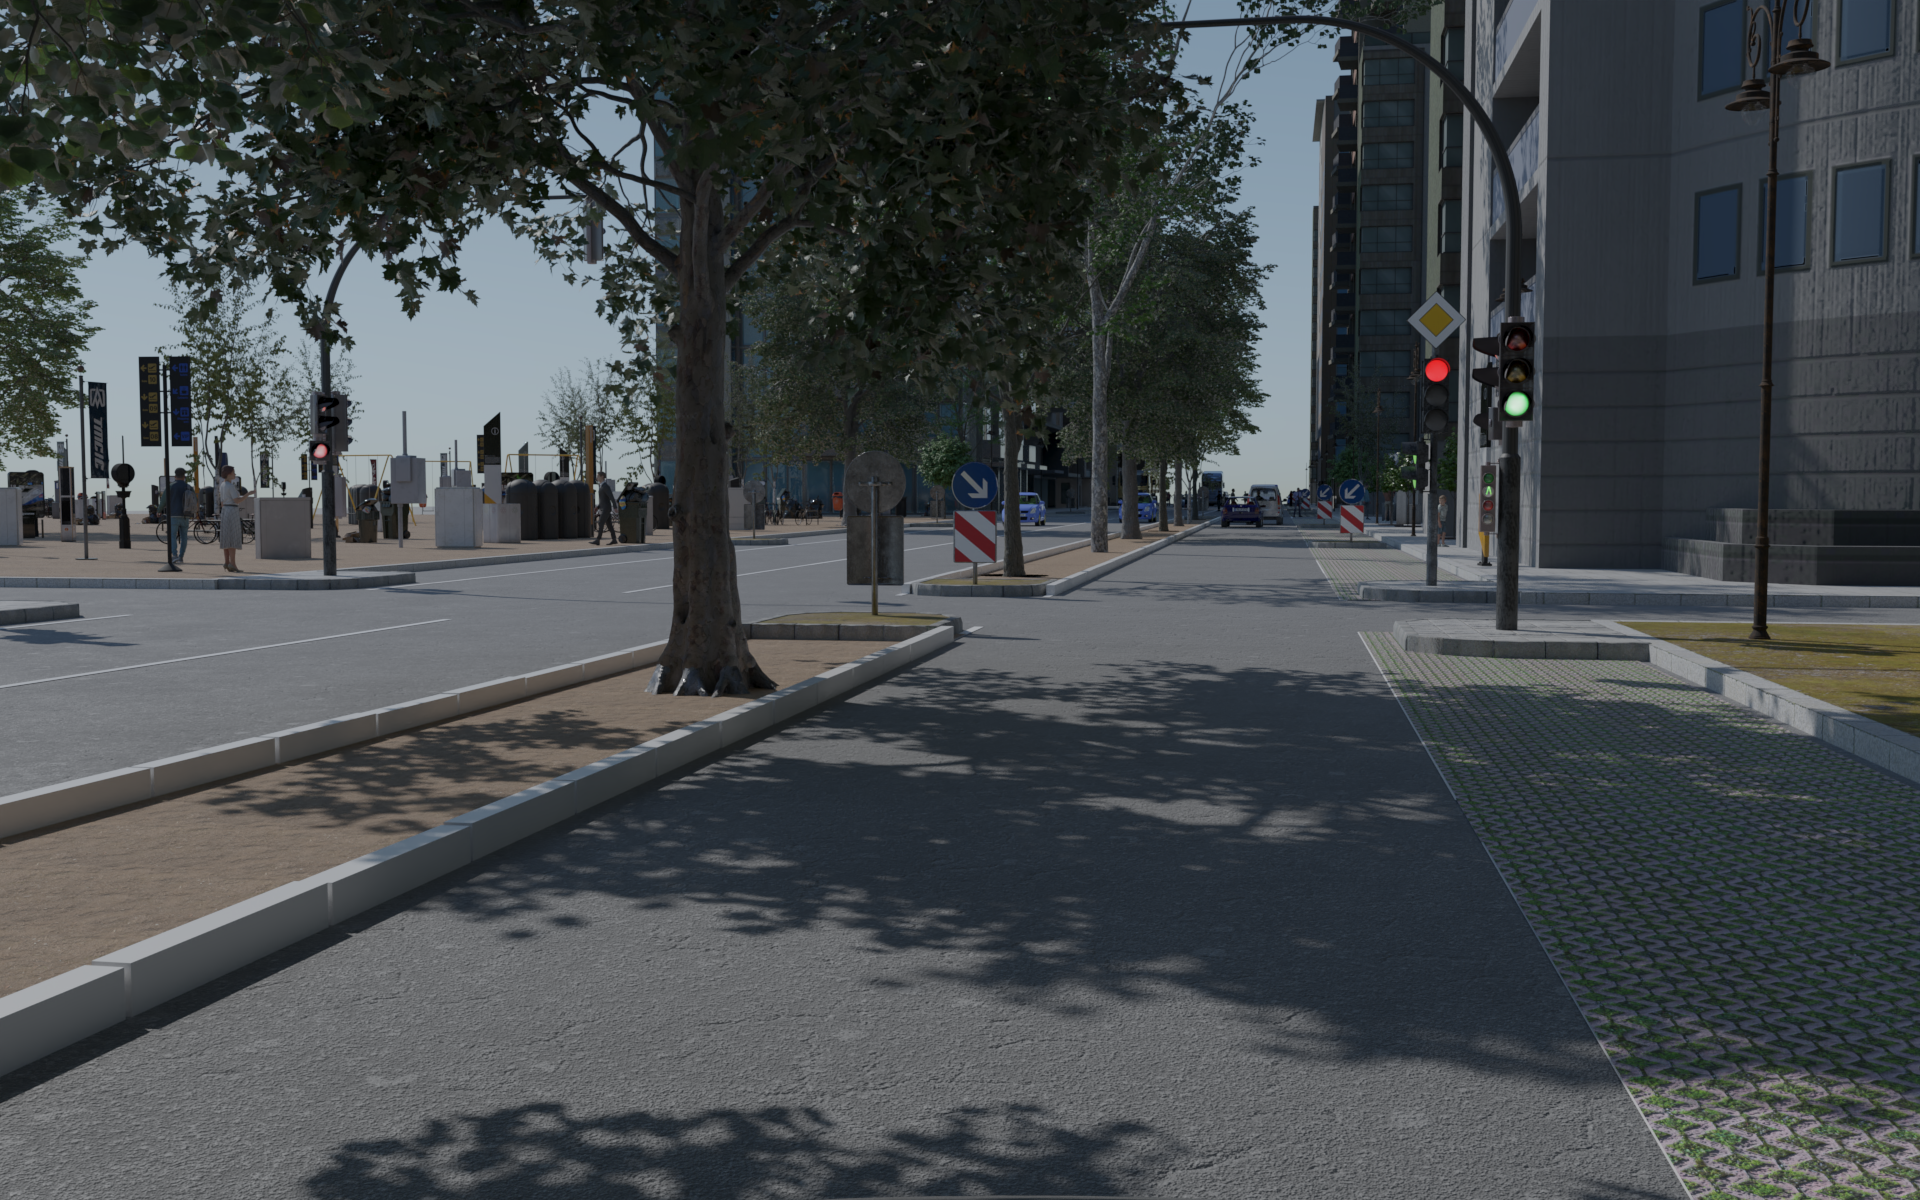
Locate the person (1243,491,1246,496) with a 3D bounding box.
[{"bbox_3d":[36.016,-12.871,218.943,1.348,1.824,0.705,-3,5,-43],"label":"person"}]

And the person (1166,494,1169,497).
[{"bbox_3d":[23.635,-11.687,199.589,1.348,1.823,0.705,-3,4,-36],"label":"person"}]

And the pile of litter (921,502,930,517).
[{"bbox_3d":[-1.622,-5.217,99.259,1.176,0.858,1.719,-1,4,-21],"label":"pile of litter"}]

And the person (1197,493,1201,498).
[{"bbox_3d":[23.643,-9.916,171.287,0.621,1.740,0.551,1,4,19],"label":"person"}]

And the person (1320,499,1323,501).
[{"bbox_3d":[38.315,-10.804,183.415,1.217,1.743,0.721,0,4,-7],"label":"person"}]

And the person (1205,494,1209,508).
[{"bbox_3d":[24.650,-10.033,173.087,0.434,1.755,0.990,2,4,32],"label":"person"}]

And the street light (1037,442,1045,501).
[{"bbox_3d":[5.856,-9.300,124.844,0.468,5.910,1.993,1,4,10],"label":"street light"}]

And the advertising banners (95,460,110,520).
[{"bbox_3d":[-42.986,-5.546,86.869,0.090,3.025,2.074,0,4,-7],"label":"advertising banners"}]

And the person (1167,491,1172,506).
[{"bbox_3d":[24.517,-11.908,203.910,1.217,1.743,0.721,3,4,38],"label":"person"}]

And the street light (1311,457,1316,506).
[{"bbox_3d":[38.711,-13.166,188.047,0.468,5.910,1.993,1,4,10],"label":"street light"}]

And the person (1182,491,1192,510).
[{"bbox_3d":[20.446,-8.977,156.068,1.217,1.735,0.721,-2,4,-29],"label":"person"}]

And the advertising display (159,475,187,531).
[{"bbox_3d":[-27.305,-3.361,60.158,0.974,1.923,0.123,0,4,2],"label":"advertising display"}]

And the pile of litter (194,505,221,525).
[{"bbox_3d":[-31.037,-3.518,71.480,1.176,0.858,1.719,0,4,-2],"label":"pile of litter"}]

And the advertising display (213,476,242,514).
[{"bbox_3d":[-26.128,-3.461,61.805,0.974,1.923,0.123,0,4,2],"label":"advertising display"}]

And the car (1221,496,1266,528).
[{"bbox_3d":[12.270,-3.827,75.158,1.945,1.354,3.894,1,4,11],"label":"car"}]

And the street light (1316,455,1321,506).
[{"bbox_3d":[35.736,-12.140,171.284,0.468,5.910,1.993,1,4,10],"label":"street light"}]

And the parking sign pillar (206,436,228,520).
[{"bbox_3d":[-34.394,-5.640,80.691,1.447,3.967,1.447,-1,4,-17],"label":"parking sign pillar"}]

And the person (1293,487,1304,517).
[{"bbox_3d":[20.912,-6.032,106.987,0.709,1.838,0.599,-1,4,-13],"label":"person"}]

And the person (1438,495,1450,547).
[{"bbox_3d":[11.714,-1.915,42.041,0.332,1.250,0.352,0,4,2],"label":"person"}]

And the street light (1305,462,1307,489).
[{"bbox_3d":[46.750,-15.849,231.915,0.468,5.910,1.993,1,4,10],"label":"street light"}]

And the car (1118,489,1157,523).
[{"bbox_3d":[9.031,-4.783,87.801,1.945,1.707,3.694,1,4,11],"label":"car"}]

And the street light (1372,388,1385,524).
[{"bbox_3d":[17.966,-6.216,74.426,0.468,5.910,1.993,1,4,10],"label":"street light"}]

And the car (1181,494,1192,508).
[{"bbox_3d":[21.128,-9.069,160.276,2.014,1.417,4.499,1,4,10],"label":"car"}]

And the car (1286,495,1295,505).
[{"bbox_3d":[42.615,-12.943,221.205,1.945,1.707,3.694,1,4,9],"label":"car"}]

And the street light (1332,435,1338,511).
[{"bbox_3d":[27.647,-9.481,127.794,0.468,5.910,1.993,1,4,10],"label":"street light"}]

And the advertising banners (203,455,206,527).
[{"bbox_3d":[-29.815,-4.412,68.316,0.090,3.025,2.074,-1,4,-23],"label":"advertising banners"}]

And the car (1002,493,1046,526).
[{"bbox_3d":[2.907,-4.211,78.434,1.945,1.707,3.694,1,4,8],"label":"car"}]

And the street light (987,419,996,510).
[{"bbox_3d":[1.873,-7.968,103.067,0.468,5.910,1.993,1,4,10],"label":"street light"}]

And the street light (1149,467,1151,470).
[{"bbox_3d":[25.109,-15.704,229.545,0.468,5.910,1.993,1,4,10],"label":"street light"}]

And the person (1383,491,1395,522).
[{"bbox_3d":[19.456,-4.429,78.429,0.580,1.828,0.573,0,4,-6],"label":"person"}]

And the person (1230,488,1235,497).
[{"bbox_3d":[18.700,-6.720,118.375,0.705,1.823,1.348,2,4,27],"label":"person"}]

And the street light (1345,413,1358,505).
[{"bbox_3d":[21.958,-7.576,96.658,0.468,5.910,1.993,1,4,10],"label":"street light"}]

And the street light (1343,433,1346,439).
[{"bbox_3d":[23.695,-8.159,106.184,0.468,5.910,1.993,1,4,10],"label":"street light"}]

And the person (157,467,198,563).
[{"bbox_3d":[-14.581,-1.587,32.344,0.721,1.781,0.623,3,4,39],"label":"person"}]

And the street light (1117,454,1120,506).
[{"bbox_3d":[16.907,-12.970,184.846,0.468,5.910,1.993,1,4,10],"label":"street light"}]

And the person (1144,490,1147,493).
[{"bbox_3d":[14.167,-7.545,132.593,1.217,1.736,0.721,1,4,16],"label":"person"}]

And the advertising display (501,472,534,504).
[{"bbox_3d":[-13.047,-2.801,51.006,0.974,1.923,0.123,-2,4,-25],"label":"advertising display"}]

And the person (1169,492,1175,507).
[{"bbox_3d":[23.848,-11.213,192.546,1.217,1.735,0.721,-1,4,-22],"label":"person"}]

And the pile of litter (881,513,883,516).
[{"bbox_3d":[-4.209,-4.314,84.501,1.176,0.858,1.719,0,4,5],"label":"pile of litter"}]

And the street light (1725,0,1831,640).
[{"bbox_3d":[7.081,-2.592,15.159,0.468,5.910,1.993,1,4,10],"label":"street light"}]

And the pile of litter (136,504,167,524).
[{"bbox_3d":[-34.804,-3.719,74.778,1.719,0.858,1.176,0,4,0],"label":"pile of litter"}]

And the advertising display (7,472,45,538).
[{"bbox_3d":[-26.988,-2.744,50.083,0.123,1.923,0.974,3,4,38],"label":"advertising display"}]

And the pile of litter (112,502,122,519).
[{"bbox_3d":[-43.717,-4.619,89.483,1.176,0.858,1.719,-1,4,-17],"label":"pile of litter"}]

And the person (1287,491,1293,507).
[{"bbox_3d":[37.433,-11.451,195.690,0.705,1.831,1.348,-3,4,-36],"label":"person"}]

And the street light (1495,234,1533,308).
[{"bbox_3d":[9.867,-3.560,30.995,0.468,5.910,1.993,1,4,10],"label":"street light"}]

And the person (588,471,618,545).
[{"bbox_3d":[-8.936,-2.292,43.302,0.755,1.850,0.659,-1,4,-17],"label":"person"}]

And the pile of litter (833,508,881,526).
[{"bbox_3d":[-4.271,-3.448,70.339,1.719,0.858,1.176,1,4,8],"label":"pile of litter"}]

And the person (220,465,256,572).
[{"bbox_3d":[-11.938,-1.342,28.562,0.480,1.755,0.524,3,5,41],"label":"person"}]

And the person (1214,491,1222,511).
[{"bbox_3d":[21.495,-8.258,144.347,0.721,1.723,1.217,3,4,38],"label":"person"}]

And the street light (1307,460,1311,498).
[{"bbox_3d":[42.617,-14.488,209.666,0.468,5.910,1.993,1,4,10],"label":"street light"}]

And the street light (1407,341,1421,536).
[{"bbox_3d":[13.820,-4.882,52.605,0.468,5.910,1.993,1,4,10],"label":"street light"}]

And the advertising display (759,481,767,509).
[{"bbox_3d":[-9.605,-4.722,82.420,0.974,1.923,0.123,2,4,31],"label":"advertising display"}]

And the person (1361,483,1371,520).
[{"bbox_3d":[20.272,-4.945,86.763,0.638,1.841,0.748,-2,4,-33],"label":"person"}]

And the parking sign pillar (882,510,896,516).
[{"bbox_3d":[-4.055,-6.246,90.600,1.447,3.967,1.447,1,4,17],"label":"parking sign pillar"}]

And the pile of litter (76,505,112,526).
[{"bbox_3d":[-36.219,-3.518,71.491,1.176,0.858,1.719,1,4,9],"label":"pile of litter"}]

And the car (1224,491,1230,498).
[{"bbox_3d":[34.994,-13.617,231.304,2.281,1.827,5.304,1,4,11],"label":"car"}]

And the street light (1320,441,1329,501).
[{"bbox_3d":[31.596,-10.802,149.405,0.468,5.910,1.993,1,4,10],"label":"street light"}]
